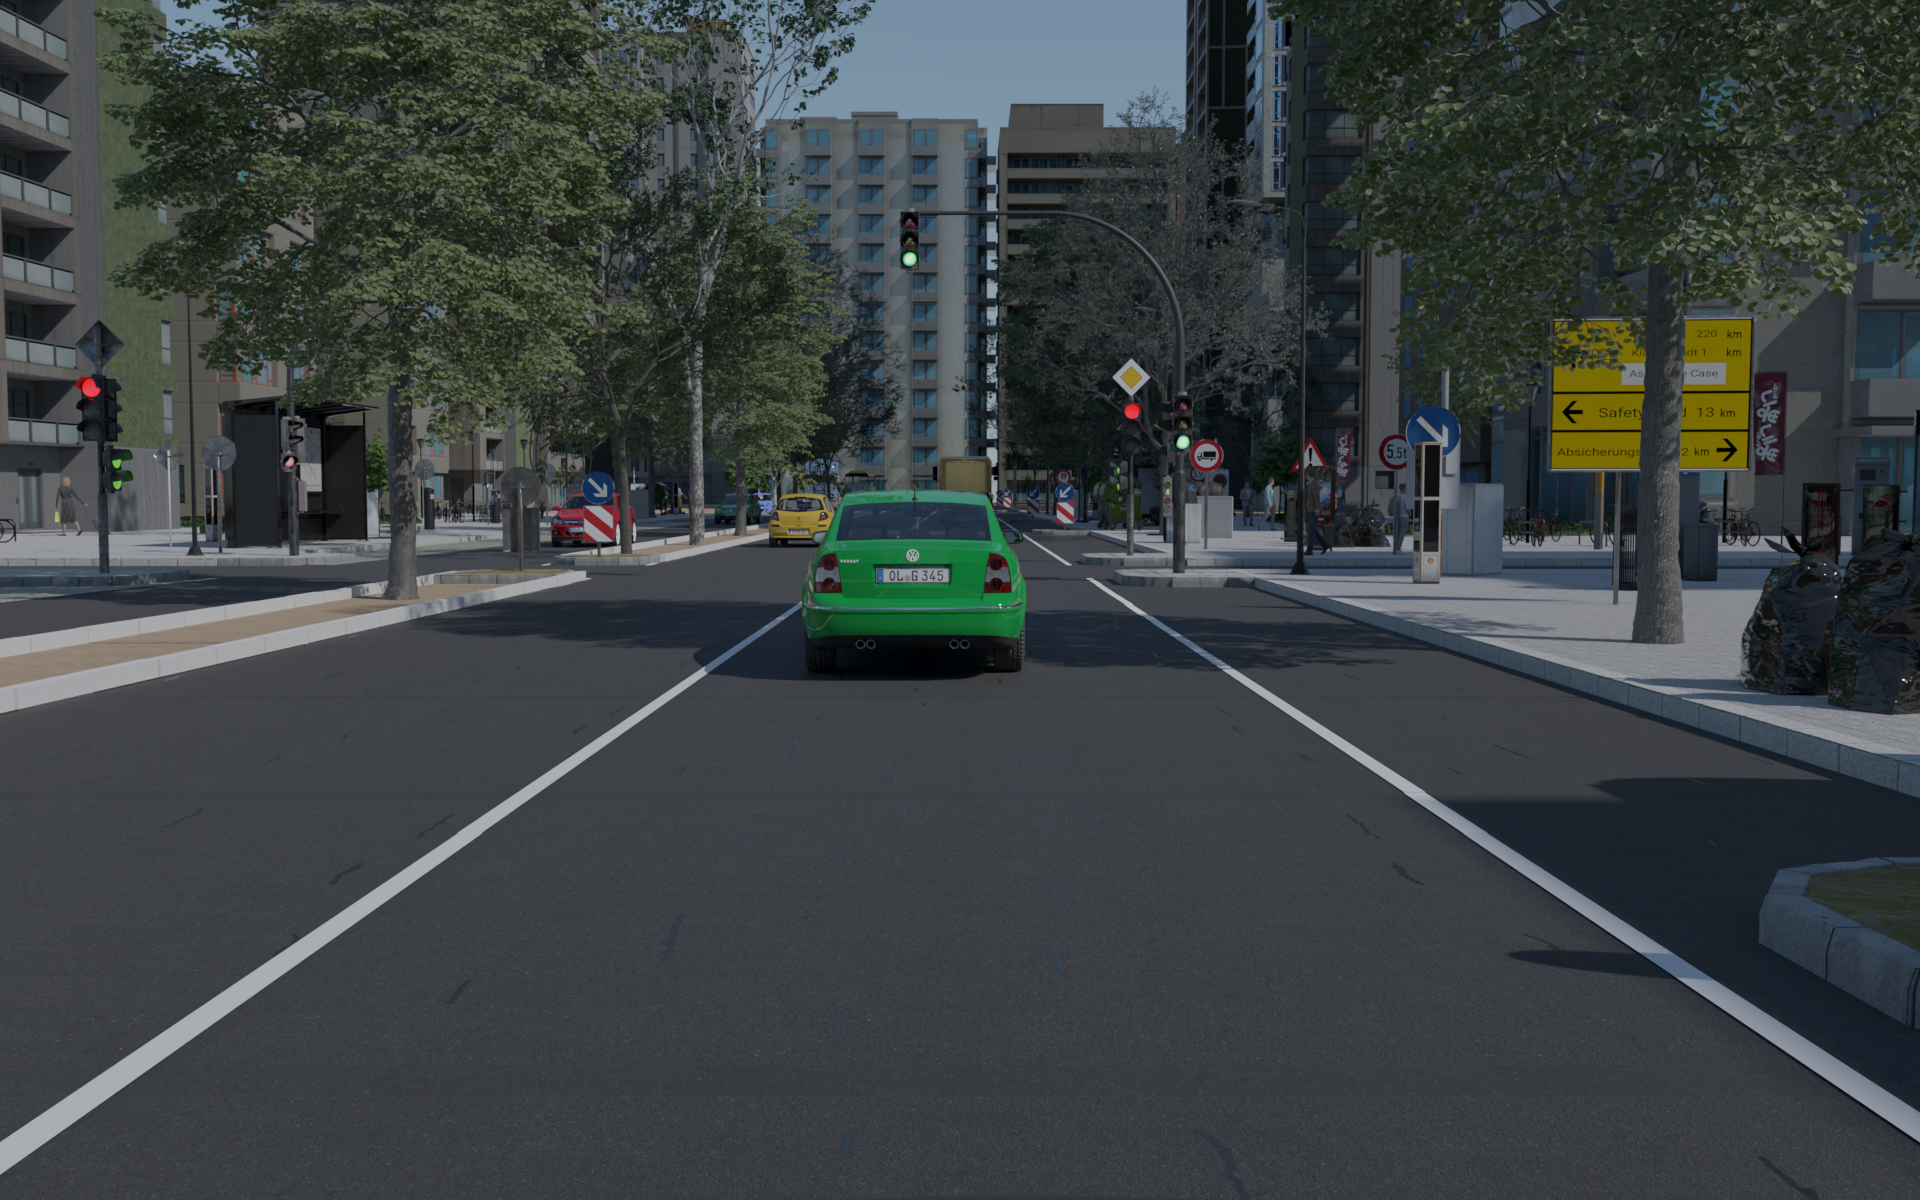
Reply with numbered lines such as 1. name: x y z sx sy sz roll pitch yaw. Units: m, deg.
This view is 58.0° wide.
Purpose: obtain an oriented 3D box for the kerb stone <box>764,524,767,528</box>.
1. kerb stone: -8.364 -3.105 73.003 0.120 0.150 1.000 0 3 0

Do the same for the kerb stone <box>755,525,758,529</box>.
1. kerb stone: -8.370 -2.919 69.923 0.120 0.150 1.000 0 3 0

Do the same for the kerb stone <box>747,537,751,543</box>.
1. kerb stone: -6.274 -1.726 50.408 0.120 0.150 1.000 0 3 0

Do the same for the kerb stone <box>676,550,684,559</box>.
1. kerb stone: -6.282 -0.972 38.131 0.120 0.150 1.000 0 3 0

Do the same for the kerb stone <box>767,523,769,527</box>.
1. kerb stone: -8.360 -3.170 74.026 0.120 0.150 1.000 0 3 0

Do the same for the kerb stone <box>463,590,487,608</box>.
1. kerb stone: -6.293 -0.001 22.208 0.120 0.150 1.000 0 3 0

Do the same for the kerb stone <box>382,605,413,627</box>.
1. kerb stone: -6.294 0.188 19.132 0.120 0.150 1.000 0 3 0

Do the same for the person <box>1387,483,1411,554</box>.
1. person: 9.433 -1.744 37.160 0.503 1.515 0.523 2 4 25

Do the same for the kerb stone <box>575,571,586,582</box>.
1. kerb stone: -6.291 -0.376 28.350 0.120 0.150 1.000 0 3 0

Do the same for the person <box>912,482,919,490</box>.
1. person: -1.378 -2.840 54.963 0.581 1.822 0.654 2 4 26

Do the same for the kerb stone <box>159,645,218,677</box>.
1. kerb stone: -6.298 0.506 14.014 0.120 0.150 1.000 0 3 0

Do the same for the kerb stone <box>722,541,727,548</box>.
1. kerb stone: -6.287 -1.413 45.295 0.120 0.150 1.000 0 3 0

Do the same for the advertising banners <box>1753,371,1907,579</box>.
1. advertising banners: 12.211 -1.730 24.470 2.074 3.025 0.090 2 4 33

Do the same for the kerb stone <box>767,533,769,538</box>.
1. kerb stone: -6.272 -2.039 55.537 0.120 0.150 1.000 0 3 0

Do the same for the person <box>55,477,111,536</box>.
1. person: -26.916 -2.857 52.974 1.509 1.804 0.699 0 4 1

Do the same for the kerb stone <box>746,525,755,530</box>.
1. kerb stone: -8.362 -2.857 68.901 0.120 0.150 1.000 0 3 0

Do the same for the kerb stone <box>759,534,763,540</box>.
1. kerb stone: -6.281 -1.914 53.483 0.120 0.150 1.000 0 3 0

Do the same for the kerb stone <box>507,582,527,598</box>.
1. kerb stone: -6.292 -0.125 24.252 0.120 0.150 1.000 0 3 0

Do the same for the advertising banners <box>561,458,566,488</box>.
1. advertising banners: -18.664 -5.318 83.134 0.090 3.025 2.074 -3 5 -39

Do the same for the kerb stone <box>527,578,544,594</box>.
1. kerb stone: -6.287 -0.188 25.274 0.120 0.150 1.000 0 3 0

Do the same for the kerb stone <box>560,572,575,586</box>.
1. kerb stone: -6.283 -0.314 27.328 0.120 0.150 1.000 0 3 0

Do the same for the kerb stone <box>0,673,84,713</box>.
1. kerb stone: -6.292 0.626 11.956 0.120 0.150 1.000 0 3 0

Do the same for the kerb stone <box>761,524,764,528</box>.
1. kerb stone: -8.364 -3.040 71.977 0.120 0.150 1.000 0 3 0

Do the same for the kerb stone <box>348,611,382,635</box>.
1. kerb stone: -6.294 0.250 18.110 0.120 0.150 1.000 0 3 0

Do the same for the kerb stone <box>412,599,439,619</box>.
1. kerb stone: -6.302 0.124 20.164 0.120 0.150 1.000 0 3 0

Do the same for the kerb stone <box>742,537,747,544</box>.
1. kerb stone: -6.281 -1.663 49.386 0.120 0.150 1.000 0 3 0

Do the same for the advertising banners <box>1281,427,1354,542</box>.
1. advertising banners: 9.454 -3.039 45.879 2.074 3.025 0.090 3 5 39

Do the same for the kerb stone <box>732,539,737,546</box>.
1. kerb stone: -6.283 -1.536 47.340 0.120 0.150 1.000 0 3 0

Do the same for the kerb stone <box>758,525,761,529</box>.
1. kerb stone: -8.366 -2.982 70.945 0.120 0.150 1.000 0 3 0

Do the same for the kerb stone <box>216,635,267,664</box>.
1. kerb stone: -6.297 0.441 15.035 0.120 0.150 1.000 0 3 0

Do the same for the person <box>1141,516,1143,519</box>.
1. person: 8.401 -4.686 82.679 0.654 1.822 0.581 2 4 26

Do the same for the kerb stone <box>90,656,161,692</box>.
1. kerb stone: -6.301 0.564 12.978 0.120 0.150 1.000 0 3 0

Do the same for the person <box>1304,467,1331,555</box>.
1. person: 7.439 -1.860 36.364 0.836 1.842 0.656 -2 4 -27

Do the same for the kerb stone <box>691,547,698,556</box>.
1. kerb stone: -6.280 -1.100 40.176 0.120 0.150 1.000 0 3 0

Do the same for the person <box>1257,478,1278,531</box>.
1. person: 10.624 -3.289 59.686 0.748 1.841 0.638 3 4 38

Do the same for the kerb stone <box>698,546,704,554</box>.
1. kerb stone: -6.282 -1.159 41.199 0.120 0.150 1.000 0 3 0

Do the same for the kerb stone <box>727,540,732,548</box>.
1. kerb stone: -6.279 -1.475 46.317 0.120 0.150 1.000 0 3 0

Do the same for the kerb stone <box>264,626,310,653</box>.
1. kerb stone: -6.298 0.375 16.063 0.120 0.150 1.000 0 3 0

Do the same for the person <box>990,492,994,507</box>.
1. person: 3.187 -10.332 178.369 0.756 1.711 0.436 -2 4 -30

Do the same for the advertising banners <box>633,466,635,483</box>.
1. advertising banners: -20.408 -6.812 107.559 0.090 3.025 2.074 0 4 4

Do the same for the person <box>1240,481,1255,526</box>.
1. person: 11.585 -3.877 69.631 0.606 1.804 0.583 -2 4 -24

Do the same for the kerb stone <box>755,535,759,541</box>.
1. kerb stone: -6.272 -1.851 52.456 0.120 0.150 1.000 0 3 0

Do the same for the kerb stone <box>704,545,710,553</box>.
1. kerb stone: -6.283 -1.221 42.221 0.120 0.150 1.000 0 3 0

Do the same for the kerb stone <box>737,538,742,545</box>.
1. kerb stone: -6.282 -1.596 48.364 0.120 0.150 1.000 0 3 0

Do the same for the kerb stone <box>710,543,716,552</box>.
1. kerb stone: -6.284 -1.287 43.246 0.120 0.150 1.000 0 3 0

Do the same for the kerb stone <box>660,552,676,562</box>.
1. kerb stone: -6.285 -0.912 37.101 0.120 0.150 1.000 0 3 0

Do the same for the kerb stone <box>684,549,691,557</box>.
1. kerb stone: -6.288 -1.037 39.153 0.120 0.150 1.000 0 3 0

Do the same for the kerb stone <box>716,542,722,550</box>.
1. kerb stone: -6.283 -1.346 44.268 0.120 0.150 1.000 0 3 0

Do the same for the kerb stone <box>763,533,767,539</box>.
1. kerb stone: -6.280 -1.974 54.514 0.120 0.150 1.000 0 3 0

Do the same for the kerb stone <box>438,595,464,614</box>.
1. kerb stone: -6.298 0.062 21.186 0.120 0.150 1.000 0 3 0

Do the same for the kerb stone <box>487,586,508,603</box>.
1. kerb stone: -6.293 -0.059 23.230 0.120 0.150 1.000 0 3 0

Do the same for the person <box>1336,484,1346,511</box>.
1. person: 14.908 -3.797 68.142 0.581 1.822 0.654 1 4 22

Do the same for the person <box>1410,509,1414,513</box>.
1. person: 16.302 -3.438 62.525 0.520 1.790 0.573 -1 4 -12

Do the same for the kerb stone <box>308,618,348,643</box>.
1. kerb stone: -6.300 0.312 17.088 0.120 0.150 1.000 0 3 0

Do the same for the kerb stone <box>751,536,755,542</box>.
1. kerb stone: -6.279 -1.788 51.434 0.120 0.150 1.000 0 3 0

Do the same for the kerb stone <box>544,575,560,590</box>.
1. kerb stone: -6.293 -0.249 26.306 0.120 0.150 1.000 0 3 0
